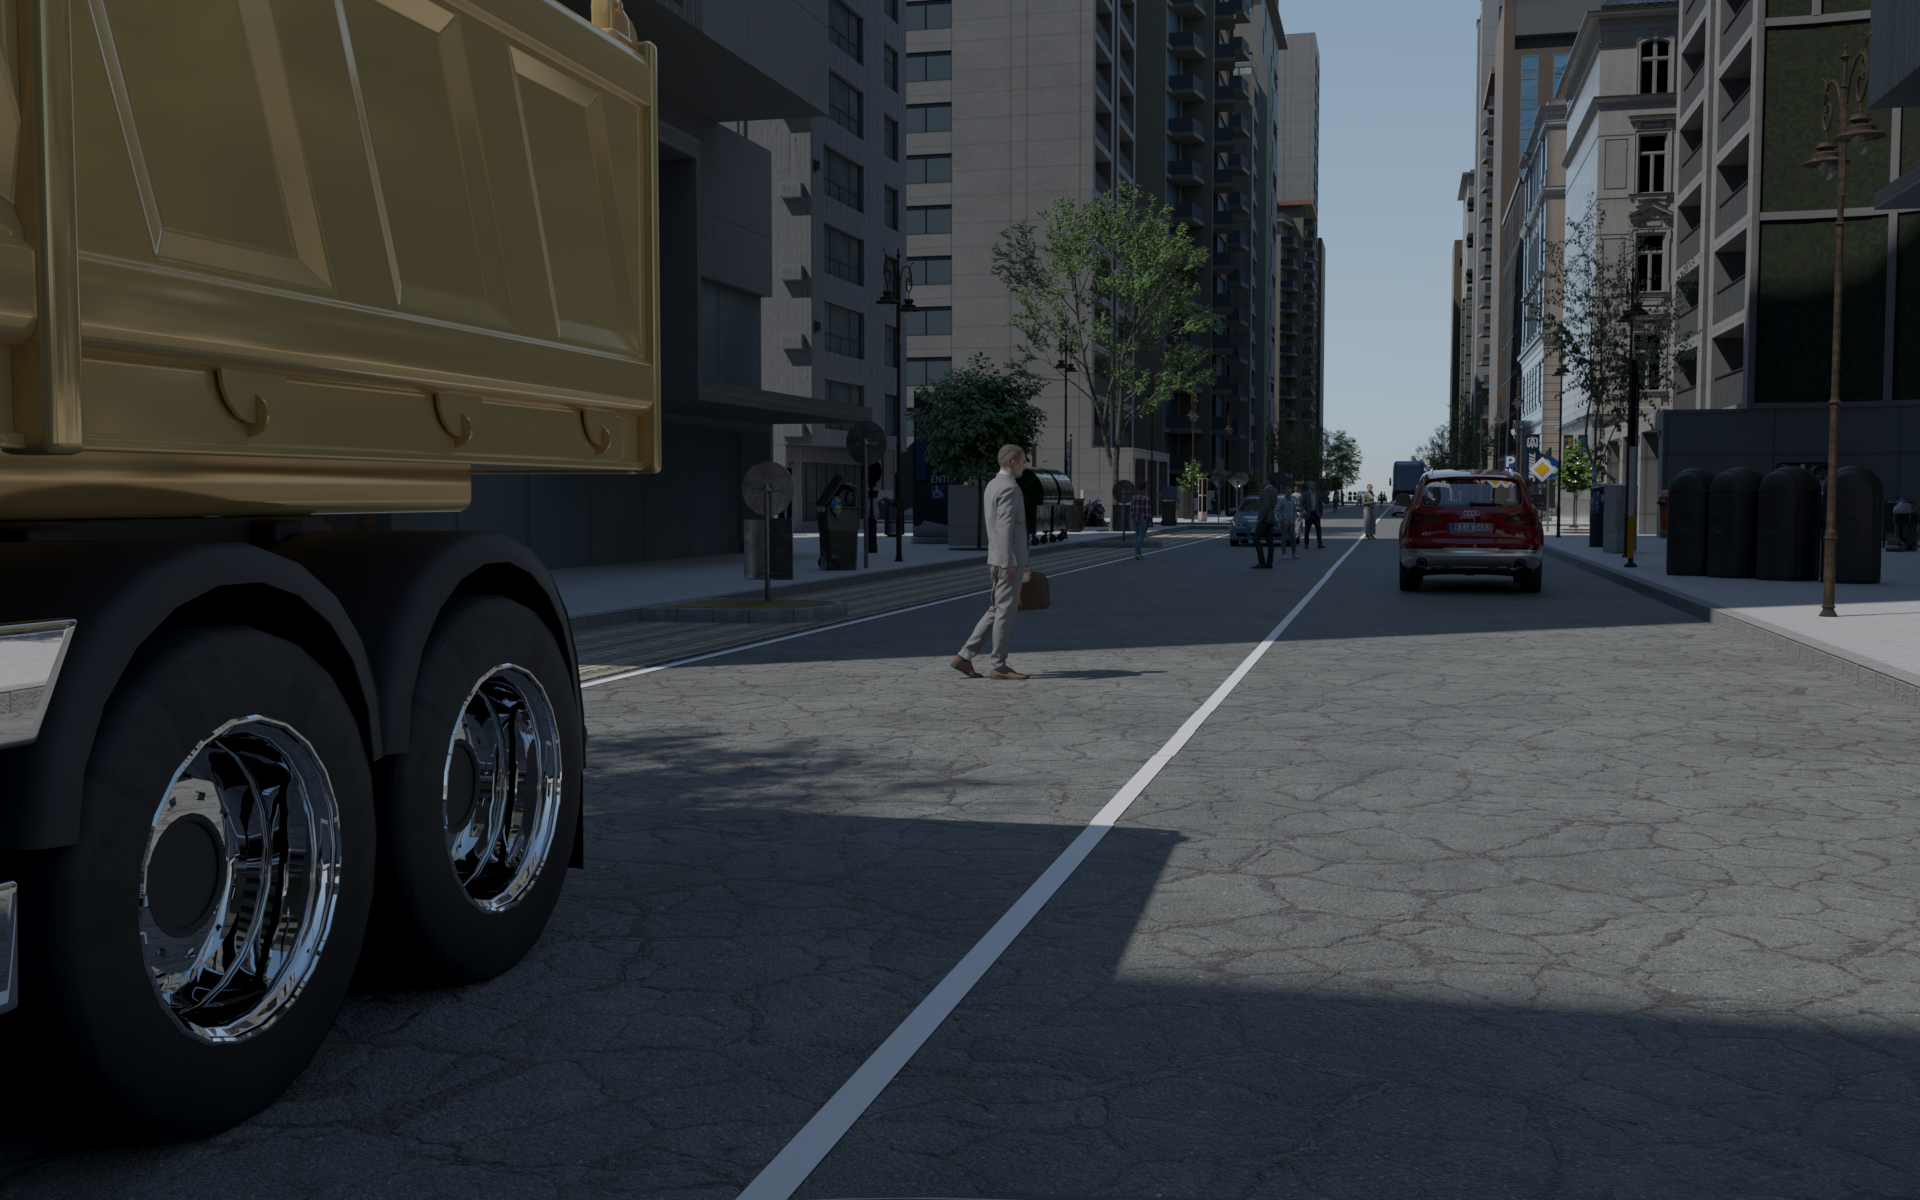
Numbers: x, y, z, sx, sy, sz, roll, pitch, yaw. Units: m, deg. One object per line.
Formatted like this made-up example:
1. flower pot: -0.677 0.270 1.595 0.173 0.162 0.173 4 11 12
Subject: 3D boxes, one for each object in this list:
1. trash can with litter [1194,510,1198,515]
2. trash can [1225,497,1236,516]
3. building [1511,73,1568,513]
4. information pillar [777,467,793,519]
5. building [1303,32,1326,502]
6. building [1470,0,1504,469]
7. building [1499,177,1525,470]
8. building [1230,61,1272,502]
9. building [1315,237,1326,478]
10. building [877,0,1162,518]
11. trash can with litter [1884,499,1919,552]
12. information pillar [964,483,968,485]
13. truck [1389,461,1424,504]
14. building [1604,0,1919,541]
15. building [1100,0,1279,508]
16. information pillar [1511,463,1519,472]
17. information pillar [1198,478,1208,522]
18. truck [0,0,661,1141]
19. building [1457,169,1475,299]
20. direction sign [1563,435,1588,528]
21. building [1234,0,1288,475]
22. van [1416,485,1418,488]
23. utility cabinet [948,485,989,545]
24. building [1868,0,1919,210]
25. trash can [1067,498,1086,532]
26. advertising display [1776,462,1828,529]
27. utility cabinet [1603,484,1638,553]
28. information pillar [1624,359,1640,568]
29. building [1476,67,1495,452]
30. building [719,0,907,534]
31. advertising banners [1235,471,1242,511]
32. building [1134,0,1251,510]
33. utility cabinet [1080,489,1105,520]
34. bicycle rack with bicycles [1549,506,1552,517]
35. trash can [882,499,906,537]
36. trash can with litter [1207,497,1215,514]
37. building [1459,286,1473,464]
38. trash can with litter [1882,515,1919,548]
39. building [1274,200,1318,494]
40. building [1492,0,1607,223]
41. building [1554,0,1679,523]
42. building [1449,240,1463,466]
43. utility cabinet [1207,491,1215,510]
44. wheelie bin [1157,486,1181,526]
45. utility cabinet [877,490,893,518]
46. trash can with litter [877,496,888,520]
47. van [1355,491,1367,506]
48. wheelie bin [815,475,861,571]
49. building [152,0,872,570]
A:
1. trash can with litter: 14.285 -5.852 107.068 1.055 1.170 0.624 -2 4 -25
2. trash can: 15.643 -5.415 100.187 0.748 1.137 0.748 0 3 0
3. building: 43.528 -19.947 112.034 13.634 28.700 20.117 1 4 14
4. information pillar: -4.689 -2.566 46.439 0.304 2.012 0.304 2 4 34
5. building: 48.467 -51.215 275.615 20.563 71.187 20.611 1 4 14
6. building: 70.572 -40.322 201.260 21.231 58.520 28.212 1 4 14
7. building: 49.824 -20.821 133.929 14.314 27.812 24.014 1 4 14
8. building: 21.099 -29.183 160.734 14.154 41.232 14.086 1 4 14
9. building: 54.433 -39.375 293.894 14.600 45.320 14.200 1 4 14
10. building: 1.745 -40.573 101.628 20.563 71.187 20.611 1 4 14
11. trash can with litter: 21.073 -1.665 38.611 1.055 1.170 0.624 -3 5 -42
12. information pillar: 0.206 -6.171 92.247 0.183 3.616 0.504 3 5 43
13. truck: 35.064 -8.871 134.800 2.967 4.110 18.799 1 4 13
14. building: 31.327 -37.414 49.965 20.563 71.187 20.611 1 4 14
15. building: 28.913 -46.850 204.249 20.563 71.187 20.611 1 4 14
16. information pillar: 34.523 -7.131 107.942 0.504 3.616 0.183 1 4 9
17. information pillar: 11.275 -4.645 80.435 0.304 2.012 0.304 -2 4 -29
18. truck: -3.324 -0.361 1.819 3.469 3.379 9.791 1 4 12
19. building: 92.691 -41.688 270.835 28.713 52.752 27.495 1 4 14
20. direction sign: 23.471 -4.533 66.115 0.876 3.537 0.379 1 4 14
21. building: 19.011 -36.288 182.555 28.713 52.752 27.495 1 4 14
22. van: 18.234 -3.653 66.741 2.013 2.044 4.112 1 4 14
23. utility cabinet: 0.306 -2.087 42.794 1.173 1.500 0.318 0 4 7
24. building: 27.181 -26.120 16.295 28.713 52.752 27.495 1 4 14
25. trash can: 3.863 -2.853 58.307 0.748 1.137 0.748 0 3 0
26. advertising display: 16.937 -1.814 34.870 0.974 1.923 0.123 2 4 26
27. utility cabinet: 14.442 -1.783 37.831 0.318 1.500 1.173 3 5 42
28. information pillar: 11.817 -2.387 30.385 0.183 3.616 0.504 2 4 28
29. building: 63.871 -31.765 173.987 22.147 44.769 28.867 1 4 14
30. building: -9.697 -17.801 62.746 14.107 30.474 14.160 1 4 14
31. advertising banners: 21.142 -8.258 131.200 0.090 3.025 2.074 1 4 23
32. building: 10.664 -29.356 134.587 22.147 44.769 28.867 1 4 14
33. utility cabinet: 6.410 -4.595 83.808 1.173 1.500 0.318 -2 4 -24
34. bicycle rack with bicycles: 31.234 -5.038 95.748 2.925 0.926 2.852 -1 4 -11
35. trash can: -1.958 -2.450 51.712 0.748 1.137 0.748 0 3 0
36. trash can with litter: 15.975 -6.018 109.780 0.624 1.170 1.055 -3 5 -43
37. building: 80.092 -29.414 252.626 14.160 30.474 14.107 1 4 14
38. trash can with litter: 22.811 -1.862 41.508 2.233 1.210 1.678 -1 4 -9
39. building: 40.478 -36.587 252.815 22.147 44.769 28.867 1 4 14
40. building: 54.730 -30.799 153.678 14.600 45.320 14.200 1 4 14
41. building: 51.025 -18.529 79.359 44.131 29.872 17.030 1 4 14
42. building: 90.325 -39.330 293.158 14.600 45.320 14.200 1 4 14
43. utility cabinet: 17.097 -6.683 117.946 1.173 1.500 0.318 -1 4 -9
44. wheelie bin: 8.418 -3.781 69.735 0.980 1.594 0.693 1 4 17
45. utility cabinet: -4.047 -5.029 90.902 1.173 1.500 0.318 -2 4 -25
46. trash can with litter: -4.059 -4.589 86.424 1.055 1.170 0.624 2 4 26
47. van: 49.215 -12.499 211.365 2.013 2.044 4.112 1 4 13
48. wheelie bin: -2.050 -1.308 29.296 0.693 1.594 0.980 -1 4 -19
49. building: -18.181 -26.691 25.640 28.713 52.752 27.495 1 4 14
